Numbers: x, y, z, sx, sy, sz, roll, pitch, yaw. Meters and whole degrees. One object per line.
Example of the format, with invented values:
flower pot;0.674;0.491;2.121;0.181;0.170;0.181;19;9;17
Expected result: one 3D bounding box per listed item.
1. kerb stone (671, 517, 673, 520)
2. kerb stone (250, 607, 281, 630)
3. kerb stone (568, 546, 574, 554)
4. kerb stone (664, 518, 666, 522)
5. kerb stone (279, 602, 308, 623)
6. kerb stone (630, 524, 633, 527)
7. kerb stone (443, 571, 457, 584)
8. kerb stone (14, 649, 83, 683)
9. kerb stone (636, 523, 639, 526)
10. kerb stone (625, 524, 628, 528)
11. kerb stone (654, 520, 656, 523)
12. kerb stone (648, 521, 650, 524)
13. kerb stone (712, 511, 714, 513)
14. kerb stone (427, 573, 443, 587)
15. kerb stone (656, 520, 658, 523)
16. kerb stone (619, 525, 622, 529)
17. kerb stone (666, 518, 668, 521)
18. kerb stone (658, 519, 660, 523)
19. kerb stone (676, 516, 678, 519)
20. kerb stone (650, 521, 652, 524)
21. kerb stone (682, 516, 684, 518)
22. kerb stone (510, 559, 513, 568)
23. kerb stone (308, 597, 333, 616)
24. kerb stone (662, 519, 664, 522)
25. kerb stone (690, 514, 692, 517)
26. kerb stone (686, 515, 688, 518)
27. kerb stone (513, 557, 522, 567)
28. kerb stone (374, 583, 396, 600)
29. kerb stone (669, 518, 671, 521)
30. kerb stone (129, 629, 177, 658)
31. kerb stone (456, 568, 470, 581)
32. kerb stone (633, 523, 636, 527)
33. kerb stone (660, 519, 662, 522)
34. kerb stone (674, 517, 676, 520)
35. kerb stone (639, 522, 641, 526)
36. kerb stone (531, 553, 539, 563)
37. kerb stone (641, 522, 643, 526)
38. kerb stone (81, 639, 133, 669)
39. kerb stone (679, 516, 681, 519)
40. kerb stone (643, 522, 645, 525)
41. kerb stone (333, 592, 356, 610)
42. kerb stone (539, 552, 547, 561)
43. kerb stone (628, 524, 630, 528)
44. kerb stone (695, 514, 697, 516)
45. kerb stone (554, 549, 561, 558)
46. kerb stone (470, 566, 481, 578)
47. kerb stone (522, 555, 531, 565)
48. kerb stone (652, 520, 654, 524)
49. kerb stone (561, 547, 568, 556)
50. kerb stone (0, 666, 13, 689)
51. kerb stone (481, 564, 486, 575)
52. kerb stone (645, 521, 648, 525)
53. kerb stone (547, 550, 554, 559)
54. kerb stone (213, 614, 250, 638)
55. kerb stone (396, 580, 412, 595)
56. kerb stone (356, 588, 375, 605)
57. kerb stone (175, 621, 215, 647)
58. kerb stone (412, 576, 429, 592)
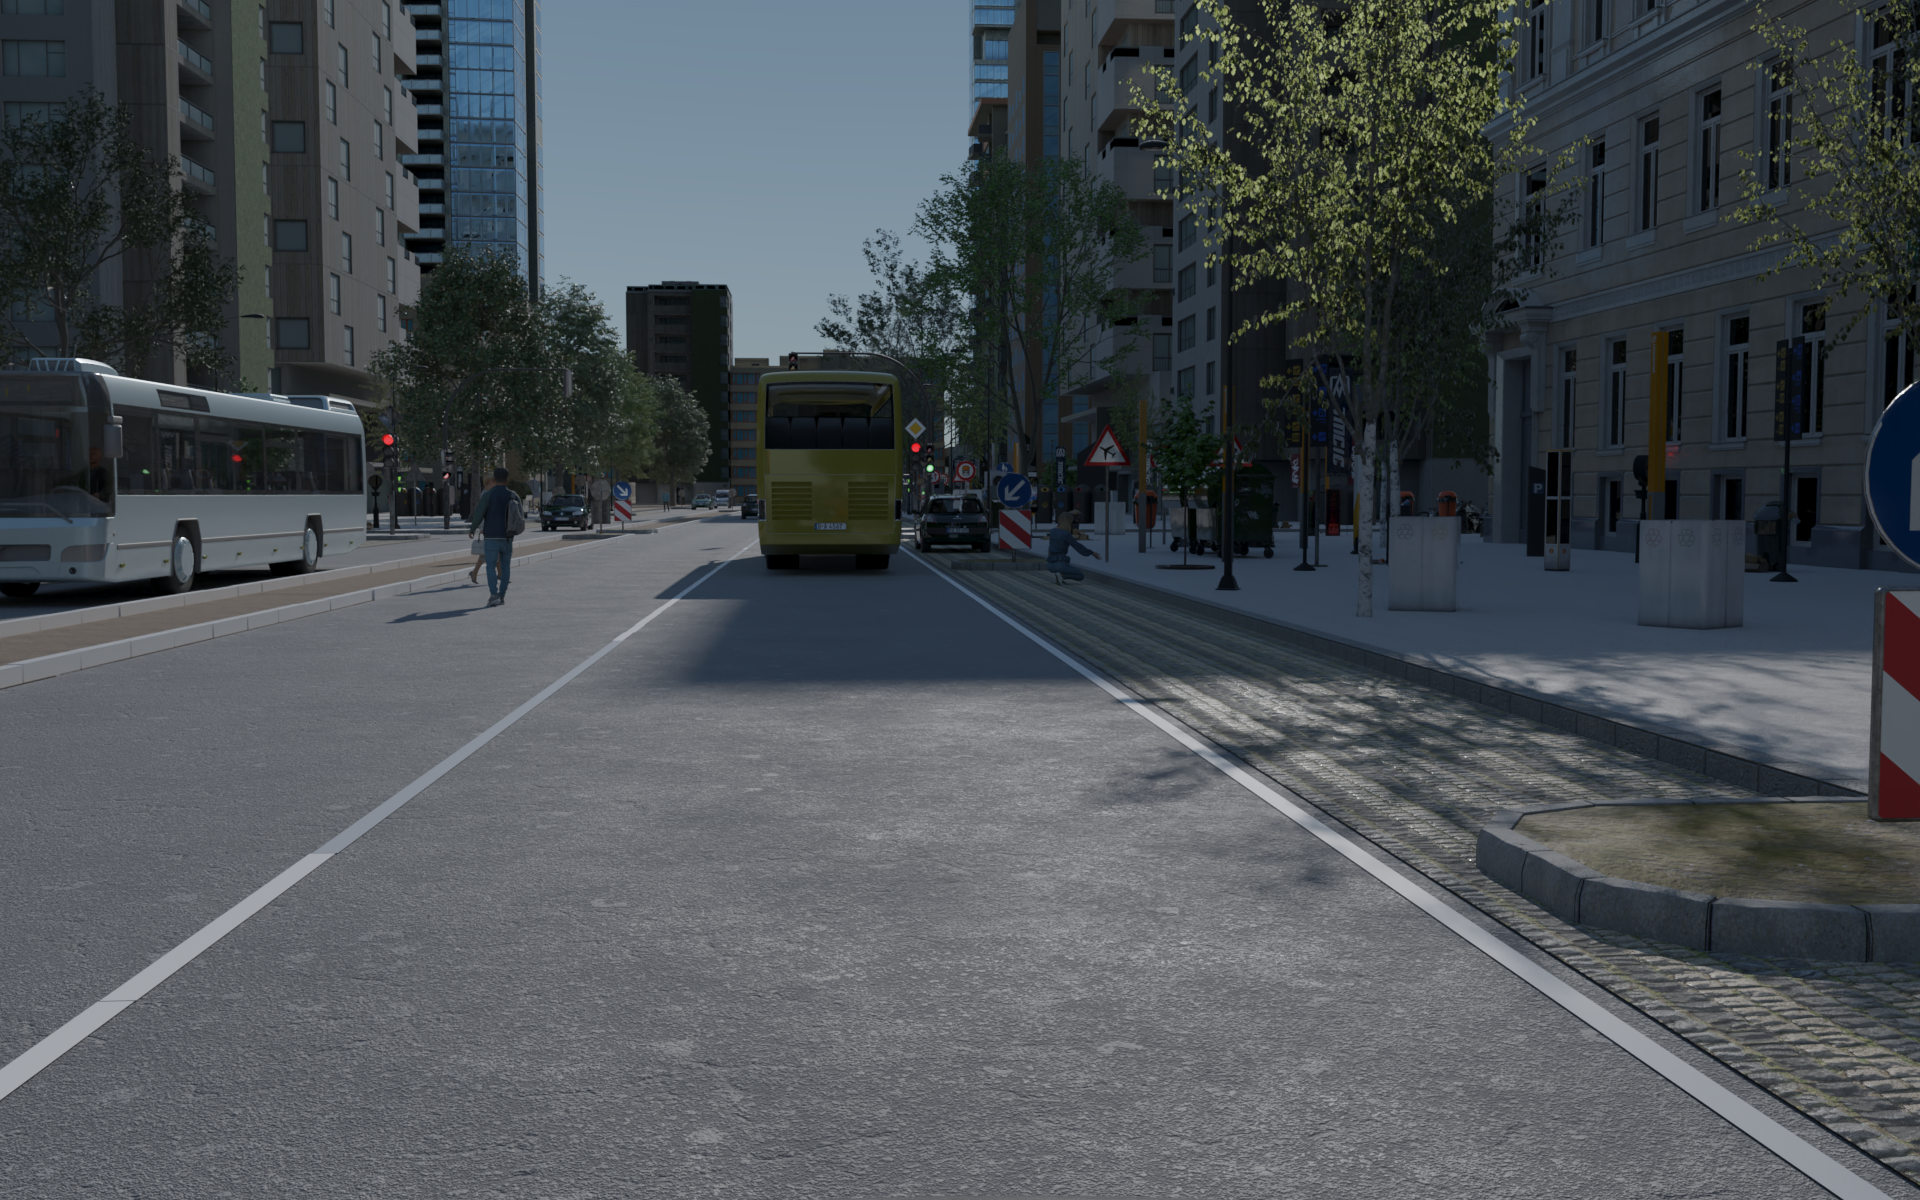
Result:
kerb stone;-15.594;-4.307;92.613;0.120;0.150;1.000;0;4;-5
kerb stone;-7.579;0.215;18.696;0.120;0.150;1.000;0;4;-5
kerb stone;-9.376;-1.162;41.192;0.120;0.150;1.000;0;4;-5
kerb stone;-15.262;-4.057;88.522;0.120;0.150;1.000;0;4;-5
kerb stone;-7.660;0.152;19.715;0.120;0.150;1.000;0;4;-5
kerb stone;-14.045;-3.121;73.216;0.120;0.150;1.000;0;4;-5
kerb stone;-8.319;-0.343;27.904;0.120;0.150;1.000;0;4;-5
kerb stone;-7.171;0.527;13.576;0.120;0.150;1.000;0;4;-5
kerb stone;-14.193;-3.245;75.257;0.120;0.150;1.000;0;4;-5
kerb stone;-13.878;-2.996;71.174;0.120;0.150;1.000;0;4;-5
kerb stone;-14.852;-3.743;83.424;0.120;0.150;1.000;0;4;-5
kerb stone;-14.613;-3.557;80.358;0.120;0.150;1.000;0;4;-5
kerb stone;-18.361;-6.428;127.330;0.120;0.150;1.000;0;4;-5
kerb stone;-8.239;-0.287;26.883;0.120;0.150;1.000;0;4;-5
kerb stone;-14.939;-3.807;84.442;0.120;0.150;1.000;0;4;-5
kerb stone;-13.723;-2.871;69.129;0.120;0.150;1.000;0;4;-5
kerb stone;-15.347;-4.119;89.540;0.120;0.150;1.000;0;4;-5
kerb stone;-15.018;-3.870;85.464;0.120;0.150;1.000;0;4;-5
kerb stone;-15.841;-4.490;95.670;0.120;0.150;1.000;0;4;-5
kerb stone;-14.695;-3.620;81.385;0.120;0.150;1.000;0;4;-5
kerb stone;-16.154;-4.743;99.770;0.120;0.150;1.000;0;4;-5
kerb stone;-8.724;-0.660;33.011;0.120;0.150;1.000;0;4;-5
kerb stone;-7.745;0.098;20.734;0.120;0.150;1.000;0;4;-5
kerb stone;-15.186;-3.994;87.502;0.120;0.150;1.000;0;4;-5
kerb stone;-16.654;-5.117;105.897;0.120;0.150;1.000;0;4;-5
kerb stone;-16.411;-4.932;102.831;0.120;0.150;1.000;0;4;-5
kerb stone;-8.813;-0.721;34.030;0.120;0.150;1.000;0;4;-5
kerb stone;-7.980;-0.099;23.809;0.120;0.150;1.000;0;4;-5
kerb stone;-15.514;-4.240;91.586;0.120;0.150;1.000;0;4;-5
kerb stone;-7.338;0.402;15.626;0.120;0.150;1.000;0;4;-5
kerb stone;-8.396;-0.408;28.924;0.120;0.150;1.000;0;4;-5
kerb stone;-14.128;-3.183;74.235;0.120;0.150;1.000;0;4;-5
kerb stone;-15.095;-3.932;86.484;0.120;0.150;1.000;0;4;-5
kerb stone;-15.758;-4.432;94.651;0.120;0.150;1.000;0;4;-5
kerb stone;-14.289;-3.308;76.275;0.120;0.150;1.000;0;4;-5
kerb stone;-8.959;-0.848;36.068;0.120;0.150;1.000;0;4;-5
kerb stone;-14.360;-3.370;77.295;0.120;0.150;1.000;0;4;-5
kerb stone;-7.256;0.464;14.603;0.120;0.150;1.000;0;4;-5
kerb stone;-16.001;-4.619;97.717;0.120;0.150;1.000;0;4;-5
kerb stone;-14.450;-3.430;78.313;0.120;0.150;1.000;0;4;-5
kerb stone;-7.825;0.031;21.768;0.120;0.150;1.000;0;4;-5
kerb stone;-9.050;-0.911;37.086;0.120;0.150;1.000;0;4;-5
kerb stone;-13.966;-3.058;72.195;0.120;0.150;1.000;0;4;-5
kerb stone;-16.981;-5.369;109.978;0.120;0.150;1.000;0;4;-5
kerb stone;-9.208;-1.033;39.147;0.120;0.150;1.000;0;4;-5
kerb stone;-8.482;-0.473;29.950;0.120;0.150;1.000;0;4;-5
kerb stone;-8.885;-0.784;35.049;0.120;0.150;1.000;0;4;-5
kerb stone;-14.778;-3.680;82.404;0.120;0.150;1.000;0;4;-5
kerb stone;-9.291;-1.099;40.166;0.120;0.150;1.000;0;4;-5
kerb stone;-7.087;0.597;12.549;0.120;0.150;1.000;0;4;-5
kerb stone;-8.563;-0.537;30.969;0.120;0.150;1.000;0;4;-5
kerb stone;-14.534;-3.494;79.333;0.120;0.150;1.000;0;4;-5
kerb stone;-9.136;-0.971;38.115;0.120;0.150;1.000;0;4;-5
kerb stone;-7.500;0.278;17.675;0.120;0.150;1.000;0;4;-5
kerb stone;-8.068;-0.161;24.836;0.120;0.150;1.000;0;4;-5
kerb stone;-7.915;-0.031;22.787;0.120;0.150;1.000;0;4;-5
kerb stone;-7.423;0.339;16.647;0.120;0.150;1.000;0;4;-5
kerb stone;-8.142;-0.217;25.857;0.120;0.150;1.000;0;4;-5
